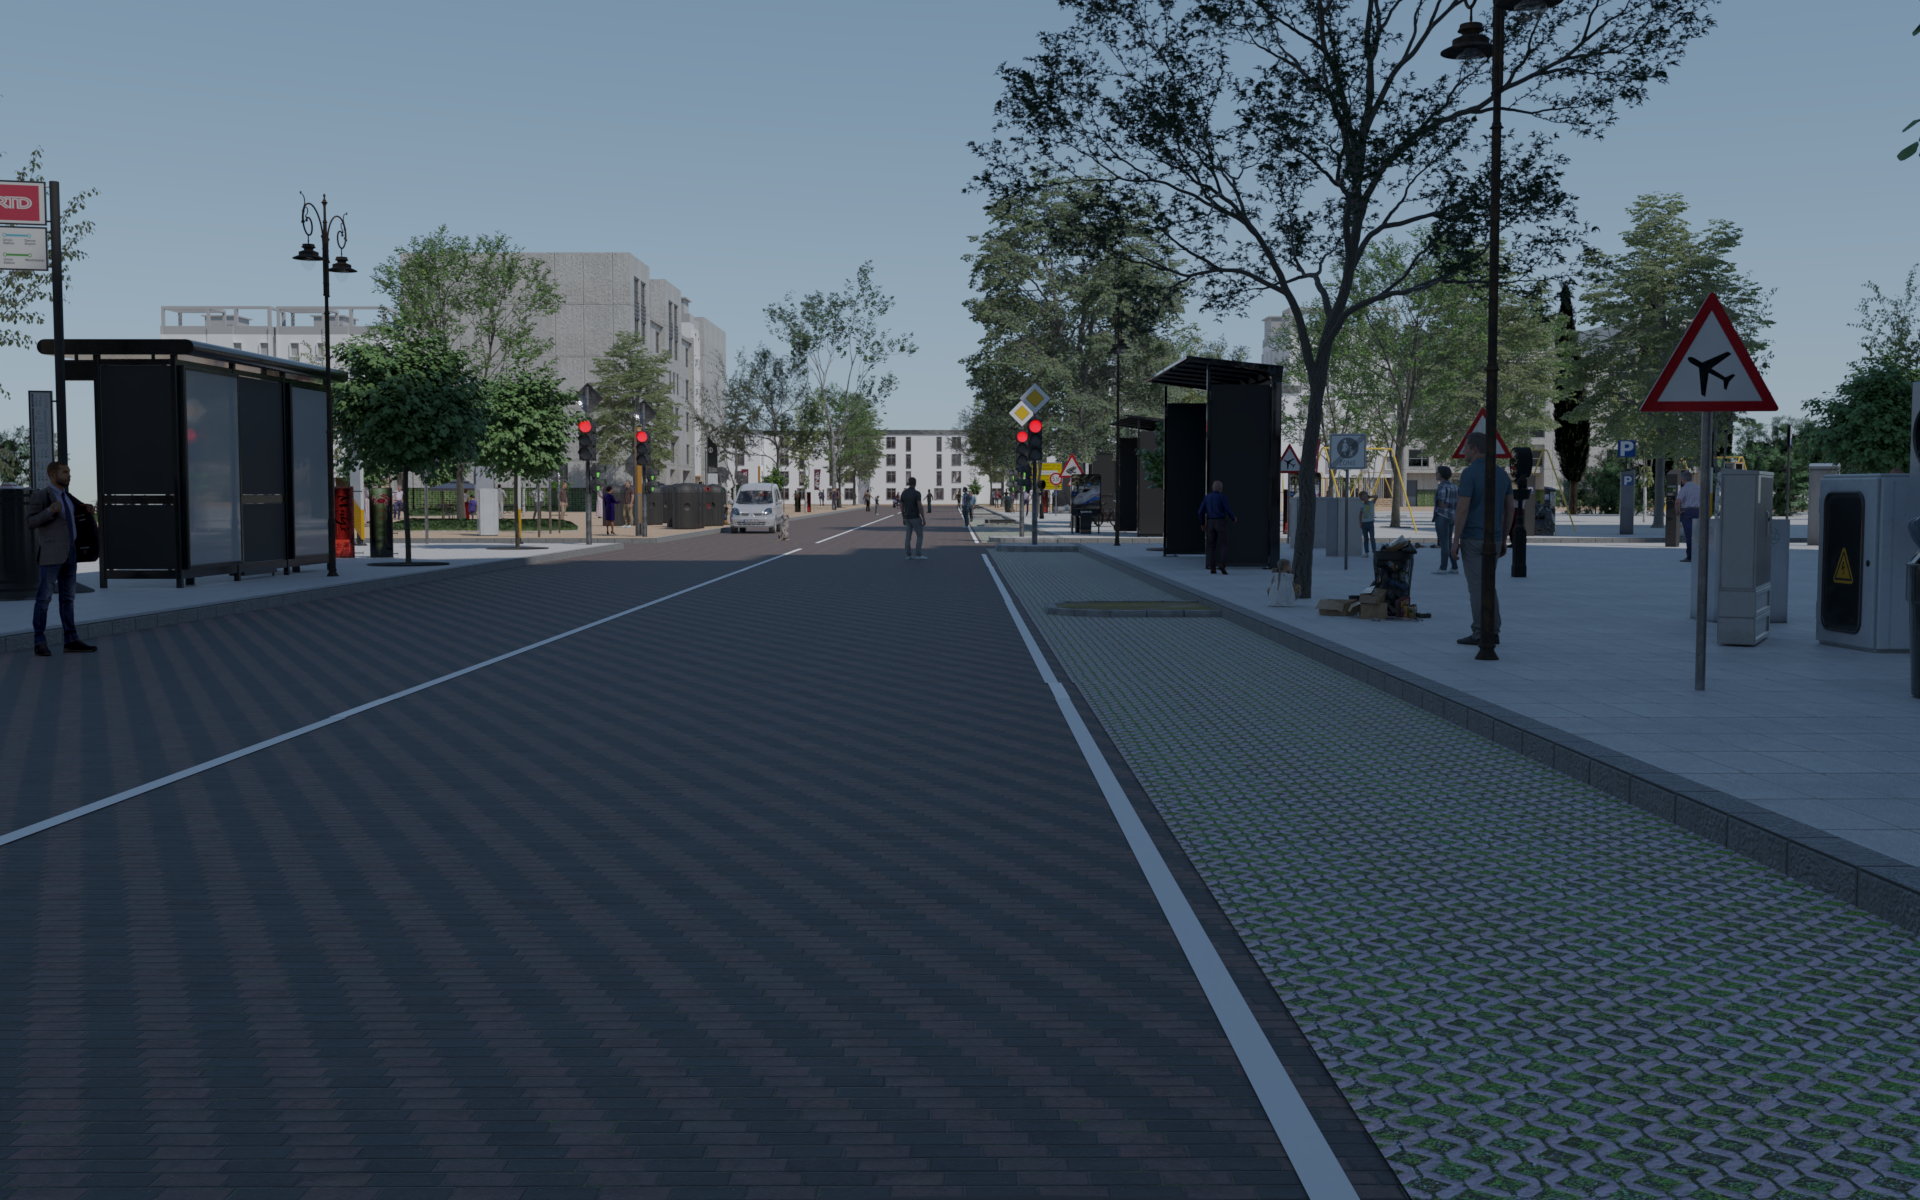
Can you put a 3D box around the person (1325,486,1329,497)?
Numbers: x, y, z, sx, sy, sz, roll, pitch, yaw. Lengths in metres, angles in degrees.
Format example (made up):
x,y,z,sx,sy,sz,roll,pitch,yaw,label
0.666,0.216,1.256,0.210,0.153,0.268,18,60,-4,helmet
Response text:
x,y,z,sx,sy,sz,roll,pitch,yaw,label
23.422,-6.356,110.085,0.434,1.807,0.598,-2,4,-29,person

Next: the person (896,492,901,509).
x,y,z,sx,sy,sz,roll,pitch,yaw,label
-5.804,-9.519,165.608,0.593,1.643,0.415,0,4,3,person

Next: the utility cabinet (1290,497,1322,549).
x,y,z,sx,sy,sz,roll,pitch,yaw,label
8.296,-1.821,40.942,1.020,1.237,0.306,-2,4,-25,utility cabinet

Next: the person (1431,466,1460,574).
x,y,z,sx,sy,sz,roll,pitch,yaw,label
7.788,-1.282,27.720,0.841,1.734,0.376,-3,5,-43,person

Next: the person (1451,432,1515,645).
x,y,z,sx,sy,sz,roll,pitch,yaw,label
4.430,-0.526,14.768,0.598,1.807,0.434,-1,4,-17,person

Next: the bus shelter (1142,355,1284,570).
x,y,z,sx,sy,sz,roll,pitch,yaw,label
4.685,-2.520,32.481,1.731,3.624,6.357,0,4,0,bus shelter

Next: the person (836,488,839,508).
x,y,z,sx,sy,sz,roll,pitch,yaw,label
-11.177,-9.261,157.419,0.705,1.831,1.348,-1,4,-19,person

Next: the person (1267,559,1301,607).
x,y,z,sx,sy,sz,roll,pitch,yaw,label
3.705,-0.201,19.798,0.381,0.543,0.357,1,4,12,person

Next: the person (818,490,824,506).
x,y,z,sx,sy,sz,roll,pitch,yaw,label
-15.046,-11.063,187.363,0.683,1.767,0.568,0,4,8,person

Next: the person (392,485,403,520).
x,y,z,sx,sy,sz,roll,pitch,yaw,label
-27.977,-4.855,86.356,0.756,1.711,0.436,-2,4,-29,person

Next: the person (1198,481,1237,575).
x,y,z,sx,sy,sz,roll,pitch,yaw,label
4.211,-1.168,27.833,0.600,1.496,0.574,-2,4,-34,person

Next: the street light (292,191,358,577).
x,y,z,sx,sy,sz,roll,pitch,yaw,label
-9.781,-3.305,26.825,0.468,5.910,1.993,0,4,0,street light

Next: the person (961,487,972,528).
x,y,z,sx,sy,sz,roll,pitch,yaw,label
0.260,-3.892,72.863,0.376,1.734,0.841,-1,4,-10,person

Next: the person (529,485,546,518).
x,y,z,sx,sy,sz,roll,pitch,yaw,label
-19.844,-4.567,81.441,0.841,1.734,0.376,-2,4,-30,person

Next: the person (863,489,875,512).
x,y,z,sx,sy,sz,roll,pitch,yaw,label
-7.521,-8.167,142.033,1.348,1.823,0.705,3,5,41,person

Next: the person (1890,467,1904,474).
x,y,z,sx,sy,sz,roll,pitch,yaw,label
16.159,-1.416,29.881,0.600,1.739,0.565,-1,4,-14,person

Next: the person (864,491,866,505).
x,y,z,sx,sy,sz,roll,pitch,yaw,label
-11.074,-11.988,203.508,0.415,1.643,0.593,-2,4,-33,person

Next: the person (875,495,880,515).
x,y,z,sx,sy,sz,roll,pitch,yaw,label
-5.755,-6.579,119.977,0.435,1.345,0.340,2,4,29,person

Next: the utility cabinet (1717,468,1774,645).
x,y,z,sx,sy,sz,roll,pitch,yaw,label
6.816,-0.386,14.991,0.318,1.500,1.173,2,4,30,utility cabinet

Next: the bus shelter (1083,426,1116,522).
x,y,z,sx,sy,sz,roll,pitch,yaw,label
6.311,-6.125,77.768,2.179,5.291,8.768,0,4,0,bus shelter

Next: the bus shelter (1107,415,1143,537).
x,y,z,sx,sy,sz,roll,pitch,yaw,label
5.737,-3.854,54.295,1.731,3.624,6.357,0,4,0,bus shelter

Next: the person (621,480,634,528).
x,y,z,sx,sy,sz,roll,pitch,yaw,label
-12.704,-3.671,66.191,0.434,1.807,0.598,-2,4,-30,person

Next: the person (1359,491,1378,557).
x,y,z,sx,sy,sz,roll,pitch,yaw,label
8.258,-1.530,34.973,0.435,1.345,0.340,1,4,19,person

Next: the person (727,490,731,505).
x,y,z,sx,sy,sz,roll,pitch,yaw,label
-27.238,-12.077,204.173,0.551,1.740,0.621,-3,5,-41,person

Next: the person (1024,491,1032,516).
x,y,z,sx,sy,sz,roll,pitch,yaw,label
3.816,-5.707,100.296,0.756,1.711,0.436,3,4,36,person

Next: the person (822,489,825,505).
x,y,z,sx,sy,sz,roll,pitch,yaw,label
-15.684,-11.805,199.047,0.705,1.826,1.348,-1,4,-9,person

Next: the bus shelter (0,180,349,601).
x,y,z,sx,sy,sz,roll,pitch,yaw,label
-11.393,-2.889,24.875,2.179,5.291,8.768,0,4,0,bus shelter

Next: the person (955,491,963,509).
x,y,z,sx,sy,sz,roll,pitch,yaw,label
-0.044,-9.422,163.269,1.217,1.735,0.721,3,4,37,person

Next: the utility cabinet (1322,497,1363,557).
x,y,z,sx,sy,sz,roll,pitch,yaw,label
7.981,-1.517,35.967,0.306,1.237,1.020,3,5,43,utility cabinet

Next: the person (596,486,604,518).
x,y,z,sx,sy,sz,roll,pitch,yaw,label
-18.978,-5.198,91.691,0.621,1.740,0.551,0,4,-5,person

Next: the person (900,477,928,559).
x,y,z,sx,sy,sz,roll,pitch,yaw,label
-1.008,-1.800,38.057,0.598,1.807,0.434,3,5,43,person

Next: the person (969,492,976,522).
x,y,z,sx,sy,sz,roll,pitch,yaw,label
0.589,-4.802,89.221,0.429,1.552,0.499,-3,5,-45,person

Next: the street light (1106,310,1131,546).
x,y,z,sx,sy,sz,roll,pitch,yaw,label
3.895,-4.279,42.742,0.468,5.910,1.993,0,4,0,street light

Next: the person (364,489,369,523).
x,y,z,sx,sy,sz,roll,pitch,yaw,label
-25.785,-4.221,75.717,0.621,1.740,0.551,0,4,4,person

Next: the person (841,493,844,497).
x,y,z,sx,sy,sz,roll,pitch,yaw,label
-13.079,-11.035,187.188,1.217,1.735,0.721,-1,4,-23,person

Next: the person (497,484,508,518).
x,y,z,sx,sy,sz,roll,pitch,yaw,label
-23.766,-5.103,89.632,0.875,1.805,0.789,0,4,-3,person

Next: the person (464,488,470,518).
x,y,z,sx,sy,sz,roll,pitch,yaw,label
-21.141,-3.993,73.795,0.387,1.526,0.523,3,5,41,person

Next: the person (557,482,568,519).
x,y,z,sx,sy,sz,roll,pitch,yaw,label
-17.450,-4.284,76.212,0.434,1.807,0.598,2,4,30,person

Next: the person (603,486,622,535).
x,y,z,sx,sy,sz,roll,pitch,yaw,label
-10.960,-2.822,54.549,0.453,1.535,0.546,1,4,12,person

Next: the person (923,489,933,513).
x,y,z,sx,sy,sz,roll,pitch,yaw,label
-2.349,-7.476,130.757,0.705,1.821,1.348,2,4,33,person

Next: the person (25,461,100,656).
x,y,z,sx,sy,sz,roll,pitch,yaw,label
-8.011,-0.377,15.491,0.431,1.722,0.655,1,4,16,person

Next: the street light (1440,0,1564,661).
x,y,z,sx,sy,sz,roll,pitch,yaw,label
4.085,-2.475,13.250,0.468,5.910,1.993,0,4,0,street light

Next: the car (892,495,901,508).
x,y,z,sx,sy,sz,roll,pitch,yaw,label
-6.233,-10.452,183.473,1.945,1.354,3.894,0,4,0,car

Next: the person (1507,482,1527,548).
x,y,z,sx,sy,sz,roll,pitch,yaw,label
13.125,-2.054,41.081,0.517,1.644,0.566,-3,5,-39,person

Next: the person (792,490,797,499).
x,y,z,sx,sy,sz,roll,pitch,yaw,label
-19.007,-11.778,199.324,0.721,1.736,1.217,1,4,23,person

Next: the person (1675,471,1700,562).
x,y,z,sx,sy,sz,roll,pitch,yaw,label
13.742,-1.574,32.710,0.756,1.711,0.436,-1,4,-14,person
